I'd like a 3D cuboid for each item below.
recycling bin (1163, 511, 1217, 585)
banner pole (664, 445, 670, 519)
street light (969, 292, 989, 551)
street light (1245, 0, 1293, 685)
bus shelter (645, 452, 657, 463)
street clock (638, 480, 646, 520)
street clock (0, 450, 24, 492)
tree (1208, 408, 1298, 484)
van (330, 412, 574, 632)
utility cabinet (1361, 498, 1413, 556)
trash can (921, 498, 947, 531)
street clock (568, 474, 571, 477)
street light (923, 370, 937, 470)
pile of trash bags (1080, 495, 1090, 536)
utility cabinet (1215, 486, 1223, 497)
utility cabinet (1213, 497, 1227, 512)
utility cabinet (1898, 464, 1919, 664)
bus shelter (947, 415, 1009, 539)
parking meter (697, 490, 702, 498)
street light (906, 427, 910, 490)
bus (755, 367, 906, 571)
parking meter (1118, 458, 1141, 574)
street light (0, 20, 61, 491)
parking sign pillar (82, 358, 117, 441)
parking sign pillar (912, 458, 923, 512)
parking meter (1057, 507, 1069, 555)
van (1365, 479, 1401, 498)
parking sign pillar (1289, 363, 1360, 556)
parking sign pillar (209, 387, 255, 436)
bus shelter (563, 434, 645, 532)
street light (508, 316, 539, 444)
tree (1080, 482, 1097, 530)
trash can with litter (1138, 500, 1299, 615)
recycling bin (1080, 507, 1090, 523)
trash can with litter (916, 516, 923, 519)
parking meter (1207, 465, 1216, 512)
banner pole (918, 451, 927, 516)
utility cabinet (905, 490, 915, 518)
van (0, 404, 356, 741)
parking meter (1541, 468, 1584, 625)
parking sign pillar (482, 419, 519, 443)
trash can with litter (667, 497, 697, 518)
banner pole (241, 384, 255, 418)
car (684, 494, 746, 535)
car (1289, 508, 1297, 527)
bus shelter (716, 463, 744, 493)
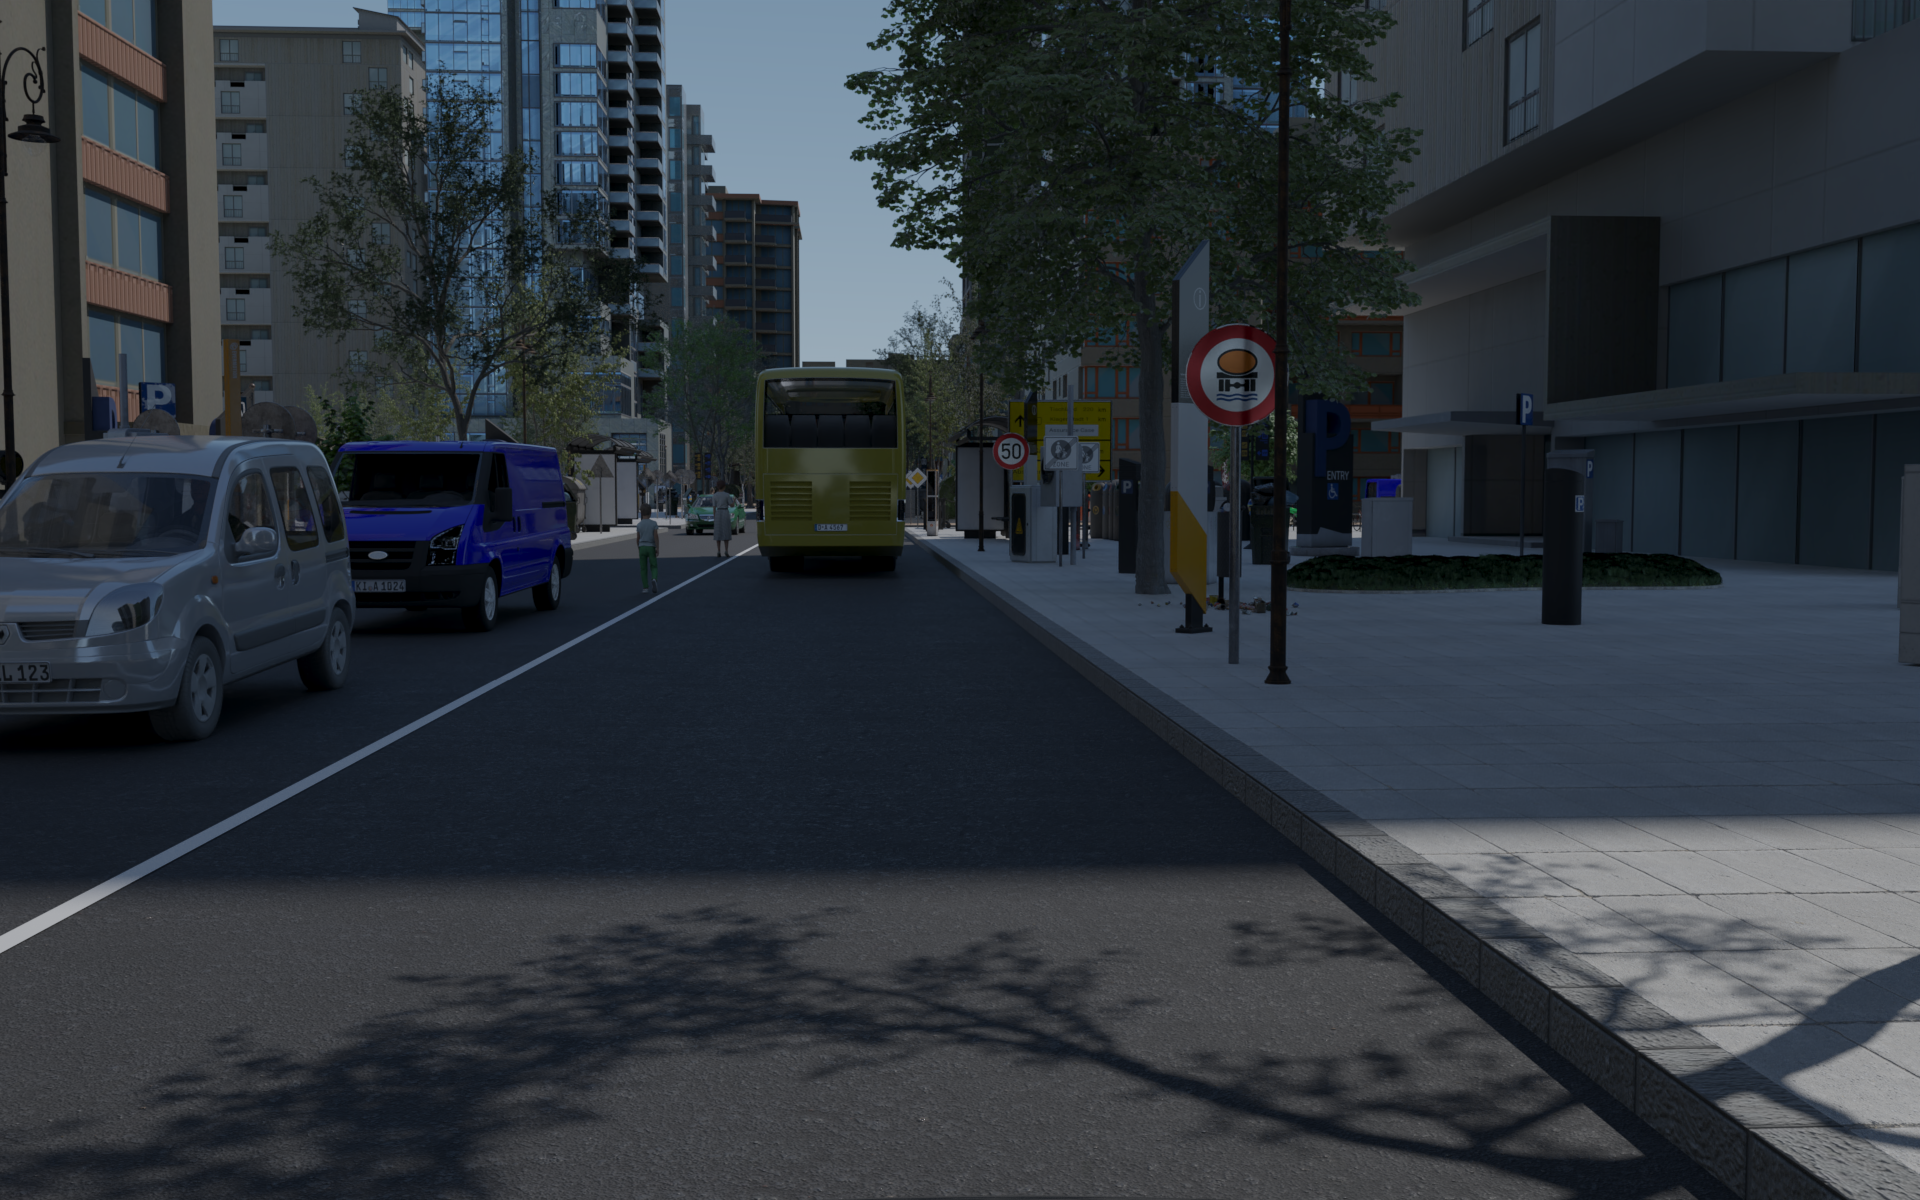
[{"bbox_3d":[3.282,-0.755,24.901,0.722,1.027,0.722,1,4,18],"label":"recycling bin"},{"bbox_3d":[-15.080,-6.049,88.912,0.401,3.779,0.863,0,4,-7],"label":"banner pole"},{"bbox_3d":[0.476,-4.027,38.637,0.468,5.910,1.993,0,4,-3],"label":"street light"},{"bbox_3d":[2.154,-2.372,11.564,0.468,5.910,1.993,0,4,-3],"label":"street light"},{"bbox_3d":[-14.533,-4.996,75.613,2.014,3.302,5.546,0,4,-3],"label":"bus shelter"},{"bbox_3d":[-14.837,-4.672,80.961,0.471,2.002,0.358,-1,4,-14],"label":"street clock"},{"bbox_3d":[-15.655,-1.463,28.491,0.358,2.002,0.471,1,4,19],"label":"street clock"},{"bbox_3d":[9.757,-4.397,55.608,4.285,4.588,4.351,0,3,0],"label":"tree"},{"bbox_3d":[-5.873,-0.941,19.770,2.240,2.365,5.245,0,4,-2],"label":"van"},{"bbox_3d":[7.802,-1.254,31.672,1.020,1.237,0.306,-2,4,-30],"label":"utility cabinet"},{"bbox_3d":[-0.958,-2.923,59.444,0.748,1.137,0.748,0,3,0],"label":"trash can"},{"bbox_3d":[-14.080,-3.570,62.936,0.358,2.002,0.471,0,4,0],"label":"street clock"},{"bbox_3d":[-1.111,-5.632,64.864,0.468,5.910,1.993,0,4,-3],"label":"street light"},{"bbox_3d":[4.843,-2.751,54.729,3.447,1.369,1.912,-3,5,-42],"label":"pile of trash bags"},{"bbox_3d":[6.339,-2.250,45.471,1.173,1.500,0.318,-2,4,-25],"label":"utility cabinet"},{"bbox_3d":[4.731,-1.406,34.148,1.020,1.237,0.306,-1,4,-20],"label":"utility cabinet"},{"bbox_3d":[7.455,-0.234,12.507,0.318,1.500,1.173,-2,4,-29],"label":"utility cabinet"},{"bbox_3d":[0.800,-3.269,47.378,2.014,3.302,5.546,0,4,-3],"label":"bus shelter"},{"bbox_3d":[-17.694,-6.692,117.824,0.372,1.533,0.369,0,3,0],"label":"parking meter"},{"bbox_3d":[-2.848,-7.426,94.210,0.468,5.910,1.993,0,4,-3],"label":"street light"},{"bbox_3d":[-2.553,-2.658,35.013,2.896,3.916,12.252,0,4,-4],"label":"bus"},{"bbox_3d":[2.780,-1.362,27.975,0.399,1.863,0.255,3,5,40],"label":"parking meter"},{"bbox_3d":[-9.145,-2.680,16.598,0.468,5.910,1.993,0,4,-3],"label":"street light"},{"bbox_3d":[-17.332,-2.843,34.963,1.447,3.967,1.447,-1,4,-19],"label":"parking sign pillar"},{"bbox_3d":[-3.151,-8.395,125.734,1.447,3.967,1.447,-1,4,-14],"label":"parking sign pillar"},{"bbox_3d":[2.122,-1.729,36.687,0.372,1.533,0.369,0,3,0],"label":"parking meter"},{"bbox_3d":[19.370,-4.089,71.246,5.245,2.365,2.240,0,4,-4],"label":"van"},{"bbox_3d":[7.611,-2.911,36.062,1.447,3.967,1.447,-3,4,-38],"label":"parking sign pillar"},{"bbox_3d":[-17.971,-3.320,42.756,1.447,3.967,1.447,1,4,15],"label":"parking sign pillar"},{"bbox_3d":[-12.529,-4.100,60.952,2.014,3.302,5.546,0,4,-4],"label":"bus shelter"},{"bbox_3d":[-10.772,-4.286,42.869,0.468,5.910,1.993,0,4,-3],"label":"street light"},{"bbox_3d":[4.435,-4.146,62.380,1.663,3.219,1.824,0,3,0],"label":"tree"},{"bbox_3d":[3.032,-0.501,19.252,1.678,1.210,2.233,-1,4,-12],"label":"trash can with litter"},{"bbox_3d":[5.515,-3.995,77.878,0.722,1.027,0.722,-1,4,-21],"label":"recycling bin"},{"bbox_3d":[-1.779,-4.759,88.873,1.678,1.210,2.233,2,4,24],"label":"trash can with litter"},{"bbox_3d":[4.324,-1.531,30.746,0.399,1.863,0.255,0,4,3],"label":"parking meter"},{"bbox_3d":[-2.218,-6.803,101.250,0.863,3.779,0.401,-3,5,-44],"label":"banner pole"},{"bbox_3d":[-2.947,-5.147,92.837,1.173,1.500,0.318,-3,5,-42],"label":"utility cabinet"},{"bbox_3d":[-5.296,-0.264,11.326,2.013,2.044,4.112,0,4,-3],"label":"van"},{"bbox_3d":[5.936,-0.529,17.052,0.372,1.533,0.369,0,3,0],"label":"parking meter"},{"bbox_3d":[-16.330,-4.472,61.592,1.447,3.967,1.447,1,4,17],"label":"parking sign pillar"},{"bbox_3d":[-14.584,-4.991,92.659,2.233,1.210,1.678,1,4,23],"label":"trash can with litter"},{"bbox_3d":[-16.148,-3.005,39.150,0.401,3.779,0.863,2,4,28],"label":"banner pole"},{"bbox_3d":[-8.744,-3.083,62.202,2.131,1.459,4.920,0,4,-2],"label":"car"},{"bbox_3d":[11.439,-3.671,68.809,4.718,1.807,1.959,0,4,-5],"label":"car"},{"bbox_3d":[-17.703,-8.711,133.709,1.731,3.624,6.357,0,4,-3],"label":"bus shelter"}]
